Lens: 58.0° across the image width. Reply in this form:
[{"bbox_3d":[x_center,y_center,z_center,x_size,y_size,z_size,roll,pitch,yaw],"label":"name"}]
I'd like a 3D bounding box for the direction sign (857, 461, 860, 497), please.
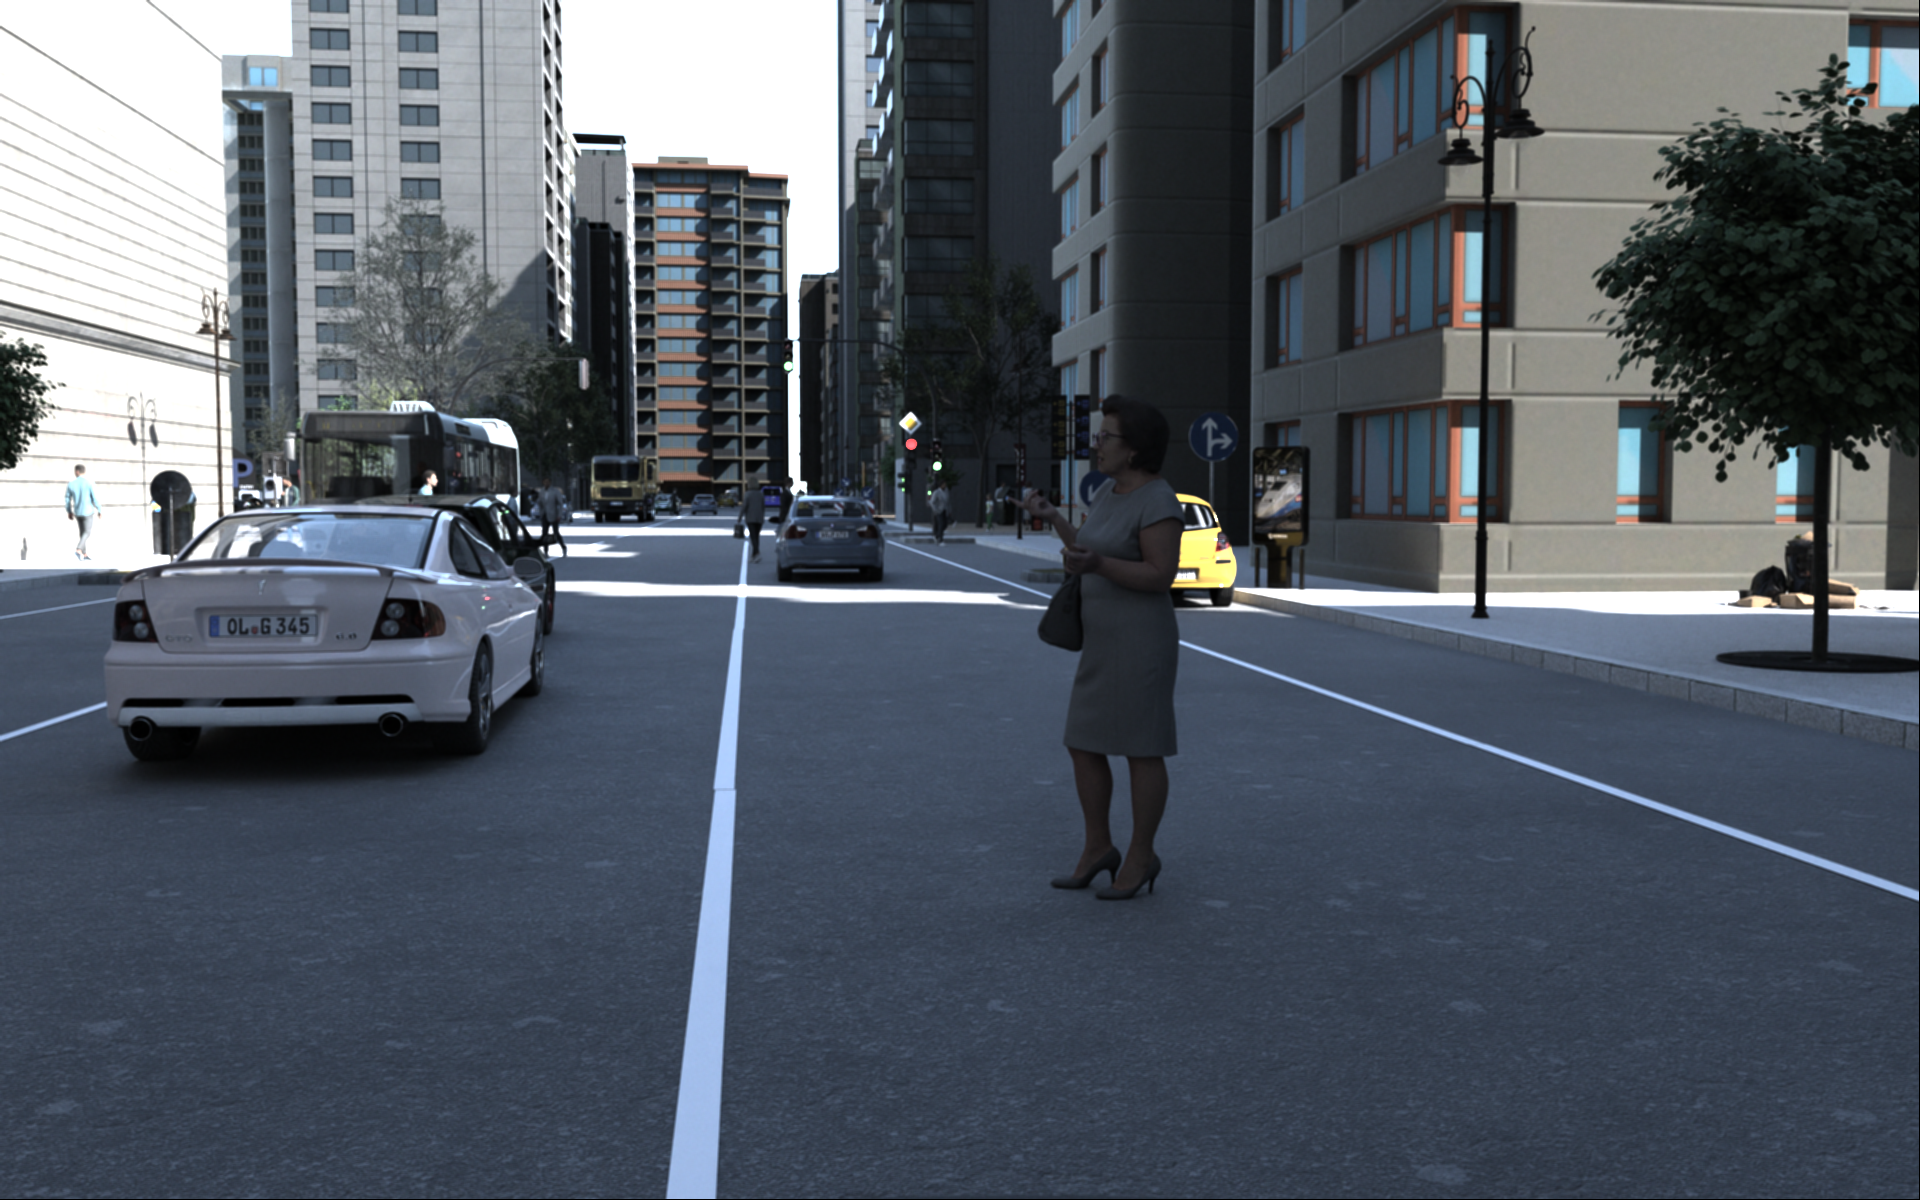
[{"bbox_3d":[-6.887,-7.668,117.368,0.379,3.537,0.876,-1,4,-13],"label":"direction sign"}]

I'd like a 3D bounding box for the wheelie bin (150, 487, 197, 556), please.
[{"bbox_3d":[-16.458,-1.740,36.353,0.693,1.594,0.980,1,4,19],"label":"wheelie bin"}]

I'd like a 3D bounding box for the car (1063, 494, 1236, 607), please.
[{"bbox_3d":[2.467,-0.805,23.393,2.015,1.641,3.980,0,4,-6],"label":"car"}]

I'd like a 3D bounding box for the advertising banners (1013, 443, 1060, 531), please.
[{"bbox_3d":[2.719,-3.929,60.433,2.074,3.025,0.090,-2,4,-32],"label":"advertising banners"}]

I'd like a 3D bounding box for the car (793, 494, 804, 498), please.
[{"bbox_3d":[-10.754,-6.289,113.051,2.015,1.641,3.980,0,4,-6],"label":"car"}]

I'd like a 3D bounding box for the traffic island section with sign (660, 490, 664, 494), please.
[{"bbox_3d":[-32.151,-10.871,186.363,1.989,1.847,2.006,0,4,-7],"label":"traffic island section with sign"}]

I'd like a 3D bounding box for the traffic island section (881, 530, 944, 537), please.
[{"bbox_3d":[-1.667,-2.273,59.447,2.009,0.180,2.903,0,4,-7],"label":"traffic island section"}]

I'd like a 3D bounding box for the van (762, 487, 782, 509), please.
[{"bbox_3d":[-16.440,-9.000,151.529,2.240,2.365,5.245,0,4,-5],"label":"van"}]

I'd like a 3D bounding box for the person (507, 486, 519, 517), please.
[{"bbox_3d":[-9.142,-1.537,35.445,0.330,1.601,0.589,-1,4,-9],"label":"person"}]

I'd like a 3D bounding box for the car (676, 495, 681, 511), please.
[{"bbox_3d":[-24.184,-8.046,143.907,2.083,1.381,4.827,0,4,-6],"label":"car"}]

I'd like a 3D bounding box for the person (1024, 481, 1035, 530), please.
[{"bbox_3d":[2.487,-3.354,61.445,0.480,1.755,0.524,0,4,-3],"label":"person"}]

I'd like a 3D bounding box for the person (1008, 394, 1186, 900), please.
[{"bbox_3d":[0.468,0.164,6.184,0.532,1.782,0.716,-2,4,-25],"label":"person"}]

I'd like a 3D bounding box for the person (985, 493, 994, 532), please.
[{"bbox_3d":[1.027,-2.977,58.962,0.306,1.304,0.590,2,4,32],"label":"person"}]

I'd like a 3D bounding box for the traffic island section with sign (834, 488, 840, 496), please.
[{"bbox_3d":[-7.902,-6.262,111.016,1.989,1.847,2.006,0,4,-7],"label":"traffic island section with sign"}]

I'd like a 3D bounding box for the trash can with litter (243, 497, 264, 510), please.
[{"bbox_3d":[-27.496,-3.452,67.821,0.624,1.170,1.055,1,4,9],"label":"trash can with litter"}]

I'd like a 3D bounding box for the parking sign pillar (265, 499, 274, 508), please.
[{"bbox_3d":[-49.517,-8.305,124.261,1.447,3.967,1.447,-3,4,-37],"label":"parking sign pillar"}]

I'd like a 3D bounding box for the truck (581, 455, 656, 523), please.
[{"bbox_3d":[-17.271,-5.696,89.054,3.469,3.379,9.791,0,4,-6],"label":"truck"}]

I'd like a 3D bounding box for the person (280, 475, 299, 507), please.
[{"bbox_3d":[-17.652,-2.404,45.699,0.623,1.781,0.721,1,4,17],"label":"person"}]

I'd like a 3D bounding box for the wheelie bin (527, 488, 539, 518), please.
[{"bbox_3d":[-23.313,-5.309,94.706,0.693,1.594,0.980,0,4,-8],"label":"wheelie bin"}]

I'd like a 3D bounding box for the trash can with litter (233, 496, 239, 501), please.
[{"bbox_3d":[-34.457,-4.297,81.317,2.233,1.210,1.678,0,4,-1],"label":"trash can with litter"}]

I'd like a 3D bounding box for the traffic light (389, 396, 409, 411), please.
[{"bbox_3d":[-15.899,-3.709,49.560,0.839,4.253,0.868,0,4,-7],"label":"traffic light"}]

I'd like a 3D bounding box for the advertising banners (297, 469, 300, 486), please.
[{"bbox_3d":[-45.799,-7.733,122.630,2.074,3.025,0.090,-2,4,-30],"label":"advertising banners"}]

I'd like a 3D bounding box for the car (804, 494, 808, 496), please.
[{"bbox_3d":[-15.268,-9.656,169.873,2.014,1.417,4.499,0,4,-7],"label":"car"}]

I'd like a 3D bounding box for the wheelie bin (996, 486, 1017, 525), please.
[{"bbox_3d":[1.910,-3.857,70.974,0.693,1.594,0.980,-2,4,-26],"label":"wheelie bin"}]

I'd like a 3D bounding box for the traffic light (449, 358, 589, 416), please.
[{"bbox_3d":[-14.791,-5.083,57.772,4.771,5.953,1.251,0,4,-7],"label":"traffic light"}]

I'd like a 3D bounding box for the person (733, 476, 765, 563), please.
[{"bbox_3d":[-4.364,-1.680,36.144,0.709,1.800,0.728,-2,4,-34],"label":"person"}]

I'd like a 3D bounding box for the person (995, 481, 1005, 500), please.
[{"bbox_3d":[1.817,-4.231,75.059,0.661,1.843,0.795,-1,4,-21],"label":"person"}]

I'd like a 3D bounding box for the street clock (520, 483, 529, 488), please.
[{"bbox_3d":[-28.005,-6.535,111.424,0.471,2.002,0.358,1,4,20],"label":"street clock"}]

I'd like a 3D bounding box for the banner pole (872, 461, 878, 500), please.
[{"bbox_3d":[-6.453,-8.620,130.952,0.401,3.779,0.863,3,5,42],"label":"banner pole"}]

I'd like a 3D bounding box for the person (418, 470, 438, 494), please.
[{"bbox_3d":[-8.894,-1.228,28.605,0.620,1.820,0.660,-2,4,-25],"label":"person"}]

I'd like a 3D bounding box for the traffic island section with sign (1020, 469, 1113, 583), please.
[{"bbox_3d":[2.050,-1.226,28.679,1.989,1.847,2.006,0,4,-7],"label":"traffic island section with sign"}]

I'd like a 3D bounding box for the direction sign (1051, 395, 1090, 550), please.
[{"bbox_3d":[2.528,-2.914,39.640,0.876,3.537,0.379,1,4,10],"label":"direction sign"}]

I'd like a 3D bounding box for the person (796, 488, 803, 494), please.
[{"bbox_3d":[-11.423,-6.970,122.268,0.655,1.846,0.447,-1,4,-18],"label":"person"}]

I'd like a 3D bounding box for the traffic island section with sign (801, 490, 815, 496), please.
[{"bbox_3d":[-13.944,-9.317,160.961,1.989,1.847,2.006,0,4,-7],"label":"traffic island section with sign"}]

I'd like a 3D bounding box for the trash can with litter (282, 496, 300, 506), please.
[{"bbox_3d":[-49.847,-7.193,128.659,1.678,1.210,2.233,1,4,9],"label":"trash can with litter"}]

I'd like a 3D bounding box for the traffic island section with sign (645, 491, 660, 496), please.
[{"bbox_3d":[-28.878,-9.215,159.290,1.989,1.847,2.006,0,4,-7],"label":"traffic island section with sign"}]

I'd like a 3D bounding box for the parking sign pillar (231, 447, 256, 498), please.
[{"bbox_3d":[-39.471,-6.539,95.385,1.447,3.967,1.447,-2,4,-25],"label":"parking sign pillar"}]

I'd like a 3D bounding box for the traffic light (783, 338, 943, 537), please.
[{"bbox_3d":[-2.815,-4.669,51.010,4.771,5.953,1.251,0,4,-7],"label":"traffic light"}]

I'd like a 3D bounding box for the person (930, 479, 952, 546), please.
[{"bbox_3d":[-0.564,-2.418,47.880,0.661,1.843,0.795,-3,5,-39],"label":"person"}]

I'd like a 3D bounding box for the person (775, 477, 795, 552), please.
[{"bbox_3d":[-4.087,-2.039,41.623,0.755,1.850,0.659,1,4,14],"label":"person"}]

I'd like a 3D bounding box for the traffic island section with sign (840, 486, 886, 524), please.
[{"bbox_3d":[-4.624,-4.602,83.869,1.989,1.847,2.006,0,4,-7],"label":"traffic island section with sign"}]

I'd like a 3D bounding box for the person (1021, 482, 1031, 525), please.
[{"bbox_3d":[2.762,-4.038,72.249,0.419,1.800,0.721,-2,4,-34],"label":"person"}]

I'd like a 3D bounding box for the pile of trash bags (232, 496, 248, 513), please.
[{"bbox_3d":[-32.609,-4.135,77.361,1.912,1.369,3.447,-1,4,-13],"label":"pile of trash bags"}]

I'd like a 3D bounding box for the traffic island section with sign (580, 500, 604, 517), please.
[{"bbox_3d":[-22.767,-6.129,108.843,1.989,1.847,2.006,0,4,-7],"label":"traffic island section with sign"}]

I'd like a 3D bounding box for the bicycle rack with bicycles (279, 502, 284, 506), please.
[{"bbox_3d":[-31.036,-4.144,81.135,2.852,0.926,2.925,0,4,5],"label":"bicycle rack with bicycles"}]

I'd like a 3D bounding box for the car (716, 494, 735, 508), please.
[{"bbox_3d":[-24.883,-10.626,183.960,2.015,1.641,3.980,-1,4,-8],"label":"car"}]

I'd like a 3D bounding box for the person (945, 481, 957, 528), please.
[{"bbox_3d":[-0.493,-3.628,65.211,0.795,1.843,0.661,0,4,6],"label":"person"}]

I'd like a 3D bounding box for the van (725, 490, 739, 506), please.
[{"bbox_3d":[-27.038,-12.072,204.380,2.013,2.044,4.112,0,4,-8],"label":"van"}]

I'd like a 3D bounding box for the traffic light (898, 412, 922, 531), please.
[{"bbox_3d":[-1.708,-4.306,59.329,0.839,4.253,0.868,0,4,-7],"label":"traffic light"}]

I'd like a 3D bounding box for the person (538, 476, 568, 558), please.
[{"bbox_3d":[-9.205,-1.877,39.040,0.661,1.843,0.795,1,4,20],"label":"person"}]

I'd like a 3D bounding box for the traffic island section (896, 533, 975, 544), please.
[{"bbox_3d":[-0.708,-1.788,51.520,2.009,0.180,2.903,0,4,-7],"label":"traffic island section"}]

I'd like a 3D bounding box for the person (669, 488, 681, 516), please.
[{"bbox_3d":[-18.981,-6.547,115.320,0.755,1.850,0.659,-1,4,-15],"label":"person"}]

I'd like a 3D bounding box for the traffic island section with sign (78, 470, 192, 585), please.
[{"bbox_3d":[-13.033,-1.205,28.326,1.989,1.847,2.006,0,4,-7],"label":"traffic island section with sign"}]

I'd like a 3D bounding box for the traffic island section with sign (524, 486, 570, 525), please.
[{"bbox_3d":[-19.537,-4.493,82.081,1.989,1.847,2.006,0,4,-7],"label":"traffic island section with sign"}]

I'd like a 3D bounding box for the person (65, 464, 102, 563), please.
[{"bbox_3d":[-16.572,-1.633,32.610,0.638,1.841,0.748,1,4,13],"label":"person"}]
